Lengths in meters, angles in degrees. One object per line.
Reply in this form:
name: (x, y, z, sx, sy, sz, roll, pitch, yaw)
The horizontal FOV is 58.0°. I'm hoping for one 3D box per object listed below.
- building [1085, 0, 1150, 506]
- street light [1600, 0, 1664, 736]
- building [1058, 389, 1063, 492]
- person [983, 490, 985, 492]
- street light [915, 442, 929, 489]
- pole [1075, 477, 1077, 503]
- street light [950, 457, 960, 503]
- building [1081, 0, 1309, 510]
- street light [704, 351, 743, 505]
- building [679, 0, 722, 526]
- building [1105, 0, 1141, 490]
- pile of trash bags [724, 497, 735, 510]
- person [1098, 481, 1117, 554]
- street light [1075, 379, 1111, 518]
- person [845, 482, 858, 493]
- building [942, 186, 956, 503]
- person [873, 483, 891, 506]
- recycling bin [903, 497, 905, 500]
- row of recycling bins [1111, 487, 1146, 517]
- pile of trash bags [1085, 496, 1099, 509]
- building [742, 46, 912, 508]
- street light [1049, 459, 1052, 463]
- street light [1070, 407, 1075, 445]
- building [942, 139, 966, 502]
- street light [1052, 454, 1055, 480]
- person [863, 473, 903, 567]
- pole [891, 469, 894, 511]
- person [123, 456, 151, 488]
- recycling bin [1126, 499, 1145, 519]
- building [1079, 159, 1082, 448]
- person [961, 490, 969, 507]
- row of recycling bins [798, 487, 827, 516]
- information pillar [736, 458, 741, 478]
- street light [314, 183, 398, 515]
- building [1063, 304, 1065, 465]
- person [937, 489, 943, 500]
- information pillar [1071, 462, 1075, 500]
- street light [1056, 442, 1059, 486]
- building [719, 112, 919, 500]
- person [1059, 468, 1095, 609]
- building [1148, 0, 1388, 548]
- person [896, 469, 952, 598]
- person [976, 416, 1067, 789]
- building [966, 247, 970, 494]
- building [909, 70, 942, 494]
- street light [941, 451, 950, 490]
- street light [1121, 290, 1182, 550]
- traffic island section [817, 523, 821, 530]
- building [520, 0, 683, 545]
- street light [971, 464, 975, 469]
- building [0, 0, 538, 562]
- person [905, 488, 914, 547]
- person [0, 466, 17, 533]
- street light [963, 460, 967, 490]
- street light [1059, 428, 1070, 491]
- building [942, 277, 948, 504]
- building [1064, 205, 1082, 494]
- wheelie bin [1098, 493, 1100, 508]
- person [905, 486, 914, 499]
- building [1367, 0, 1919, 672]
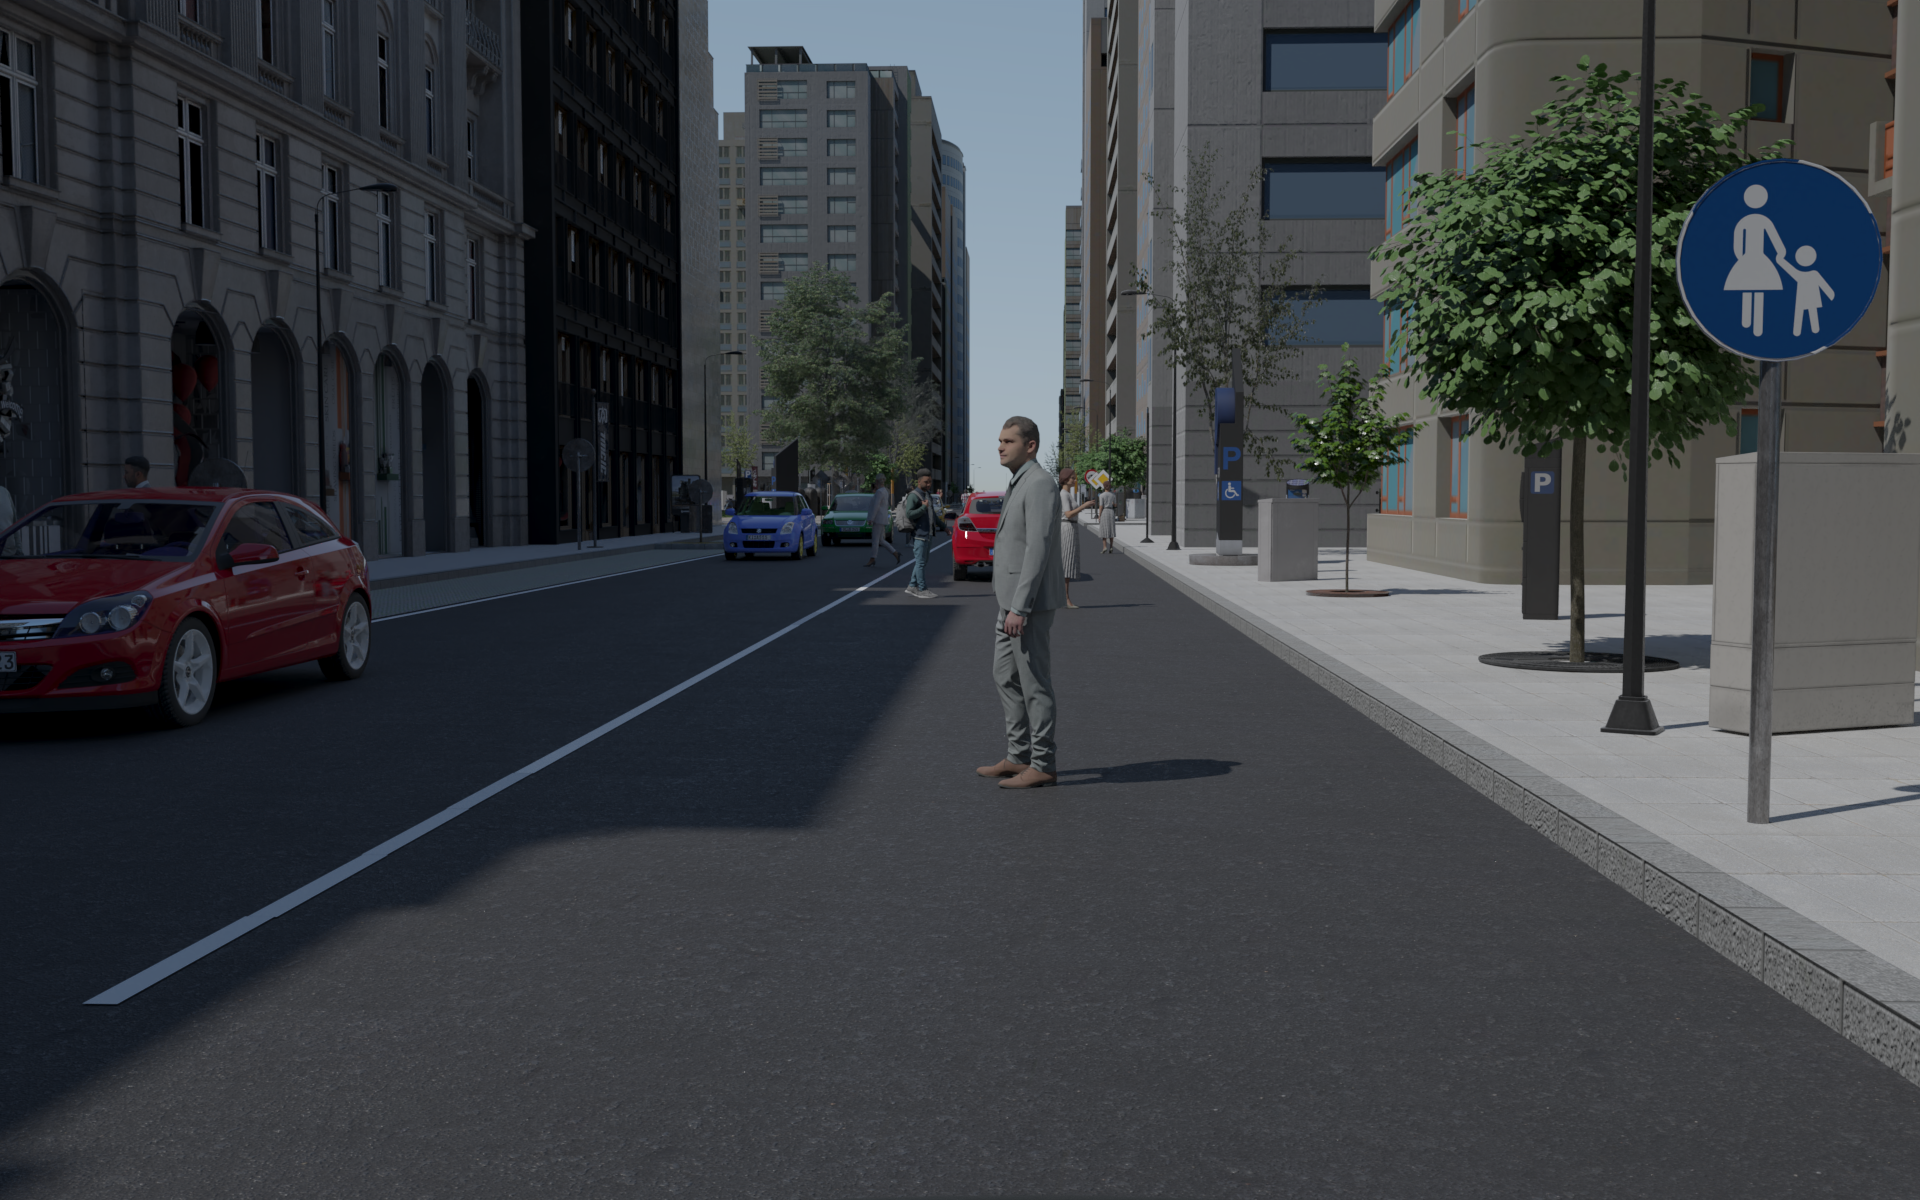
building: (18.776, -31.245, 160.967, 14.600, 45.320, 14.200, 0, 4, 2)
street light: (3.095, -2.243, 9.216, 1.470, 5.913, 1.316, 0, 4, 2)
building: (30.956, -27.691, 297.788, 27.650, 21.520, 28.899, 0, 4, 2)
person: (2.449, -10.447, 179.322, 0.705, 1.822, 1.348, 2, 4, 29)
street light: (-3.466, -11.200, 155.666, 1.470, 5.913, 1.316, 0, 4, 2)
pole: (7.950, -7.642, 118.788, 0.158, 3.312, 0.155, 0, 3, 0)
street light: (-0.760, -14.914, 216.391, 1.470, 5.913, 1.316, 0, 4, 2)
building: (23.316, -39.155, 182.175, 21.231, 58.520, 28.212, 0, 4, 2)
street light: (-7.745, -5.128, 56.382, 1.470, 5.913, 1.316, 0, 4, 2)
building: (-18.277, -12.845, 64.760, 16.860, 20.320, 10.420, 0, 4, 2)
building: (22.850, -31.514, 138.962, 21.300, 48.544, 21.600, 0, 4, 2)
pile of trash bags: (-11.494, -5.266, 95.846, 3.447, 1.369, 1.912, 0, 4, 4)
person: (3.536, -2.002, 41.796, 0.480, 1.755, 0.524, -1, 4, -22)
street light: (5.509, -5.954, 69.884, 1.470, 5.913, 1.316, 0, 4, 2)
person: (-3.683, -3.127, 59.498, 0.514, 1.842, 0.818, -2, 4, -23)
building: (-8.580, -36.399, 245.240, 14.600, 45.320, 14.200, 0, 4, 2)
person: (-2.556, -2.885, 55.851, 0.592, 1.802, 0.473, 3, 5, 44)
recycling bin: (-4.615, -8.608, 153.293, 0.722, 1.027, 0.722, -2, 4, -31)
row of recycling bins: (11.277, -6.121, 107.190, 3.534, 1.692, 1.069, 0, 4, 3)
pile of trash bags: (10.601, -8.498, 148.694, 1.912, 1.369, 3.447, -1, 4, -21)
building: (-11.984, -29.193, 160.908, 14.154, 41.232, 14.086, 0, 4, 2)
street light: (11.195, -13.810, 198.340, 1.470, 5.913, 1.316, 0, 4, 2)
street light: (6.727, -7.303, 91.943, 1.470, 5.913, 1.316, 0, 4, 2)
building: (-10.106, -45.253, 281.879, 21.231, 58.520, 28.212, 0, 4, 2)
street light: (9.921, -11.907, 167.224, 1.470, 5.913, 1.316, 0, 4, 2)
person: (-1.524, -1.583, 34.265, 0.818, 1.842, 0.514, -1, 4, -10)
pole: (-5.053, -8.304, 129.612, 0.158, 3.312, 0.155, 0, 3, 0)
person: (-7.677, -0.465, 16.369, 0.850, 1.792, 0.678, -2, 4, -27)
recycling bin: (9.119, -4.738, 90.016, 0.722, 1.027, 0.722, -2, 4, -33)
building: (25.978, -36.211, 211.655, 23.786, 49.044, 30.456, 0, 4, 2)
person: (0.360, -6.204, 110.771, 0.563, 1.720, 0.643, 0, 4, 7)
row of recycling bins: (-9.158, -5.780, 101.615, 1.069, 1.692, 3.534, 3, 5, 42)
information pillar: (-14.544, -7.493, 113.860, 0.183, 3.616, 0.504, 1, 4, 21)
street light: (-9.095, -3.273, 26.055, 1.470, 5.913, 1.316, 0, 4, 2)
building: (22.585, -30.008, 262.323, 14.160, 30.474, 14.107, 0, 4, 2)
person: (-1.703, -8.475, 147.042, 0.580, 1.828, 0.573, 1, 4, 16)
information pillar: (8.159, -8.189, 125.251, 0.183, 3.616, 0.504, -2, 4, -24)
street light: (9.357, -11.049, 153.188, 1.470, 5.913, 1.316, 0, 4, 2)
building: (-19.772, -29.884, 180.477, 32.217, 40.220, 23.993, 0, 4, 2)
person: (1.441, -0.773, 21.710, 0.524, 1.755, 0.480, 0, 4, 6)
building: (16.477, -31.273, 53.315, 21.231, 58.520, 28.212, 0, 4, 2)
person: (-0.521, -0.921, 23.910, 0.721, 1.781, 0.623, 1, 4, 15)
person: (0.330, 0.005, 8.511, 0.391, 1.810, 0.635, -1, 4, -11)
building: (-5.455, -39.948, 303.266, 14.600, 45.320, 14.200, 0, 4, 2)
building: (-13.327, -35.414, 202.718, 21.300, 48.544, 21.600, 0, 4, 2)
street light: (-2.147, -13.055, 185.995, 1.470, 5.913, 1.316, 0, 4, 2)
street light: (4.359, -4.098, 39.547, 1.470, 5.913, 1.316, 0, 4, 2)
traffic island section: (-5.699, -2.972, 70.865, 2.009, 0.180, 2.903, 0, 4, 2)
building: (-15.975, -13.546, 51.158, 12.332, 23.373, 15.834, 0, 4, 2)
street light: (1.550, -18.149, 269.273, 1.470, 5.913, 1.316, 0, 4, 2)
building: (-17.142, -11.592, 31.327, 13.314, 21.916, 24.055, 0, 4, 2)
person: (-1.378, -2.244, 46.997, 0.330, 1.601, 0.589, 0, 4, 7)
person: (-7.631, -0.274, 13.459, 0.515, 1.767, 0.782, 1, 4, 12)
street light: (0.142, -16.256, 238.330, 1.470, 5.913, 1.316, 0, 4, 2)
street light: (7.941, -9.158, 122.277, 1.470, 5.913, 1.316, 0, 4, 2)
building: (-8.973, -27.550, 222.143, 14.160, 30.474, 14.107, 0, 4, 2)
building: (21.923, -34.446, 246.788, 14.154, 41.232, 14.086, 0, 4, 2)
wheelie bin: (9.844, -6.772, 118.634, 0.693, 1.594, 0.980, 2, 4, 30)
person: (-2.541, -4.949, 89.264, 0.661, 1.843, 0.795, -2, 4, -31)
building: (21.022, -10.562, 17.724, 27.650, 21.520, 28.899, 0, 4, 2)
